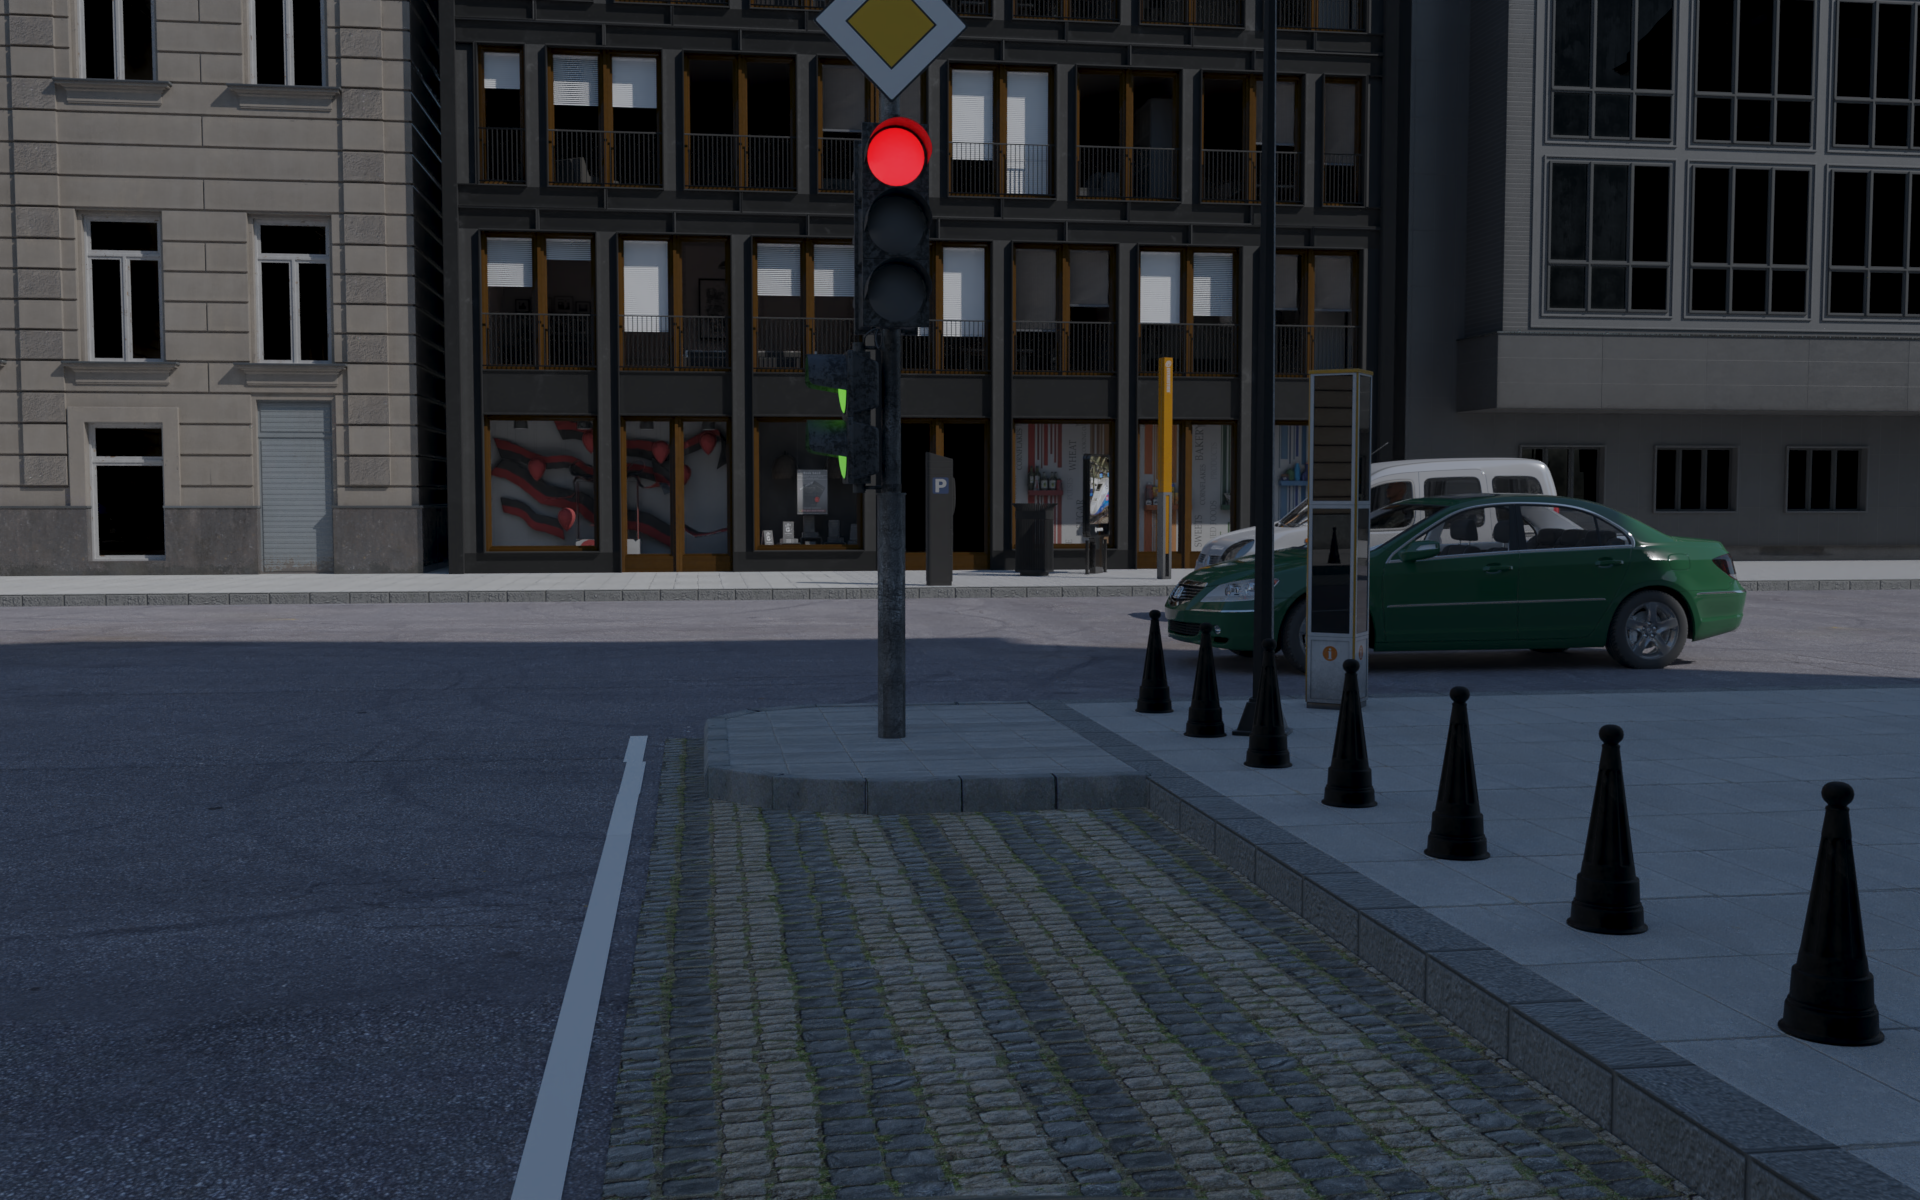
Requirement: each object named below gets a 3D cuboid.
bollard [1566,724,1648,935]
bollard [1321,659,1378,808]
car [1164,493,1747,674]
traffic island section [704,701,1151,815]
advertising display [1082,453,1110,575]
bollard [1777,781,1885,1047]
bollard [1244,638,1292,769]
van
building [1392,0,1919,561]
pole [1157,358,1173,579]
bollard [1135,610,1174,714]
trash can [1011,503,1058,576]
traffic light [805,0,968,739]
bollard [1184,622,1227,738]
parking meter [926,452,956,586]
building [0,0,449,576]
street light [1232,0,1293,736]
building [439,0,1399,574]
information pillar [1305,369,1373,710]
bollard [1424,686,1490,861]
[{"bbox_3d":[1.922,0.668,5.127,0.229,0.601,0.229,0,3,0],"label":"bollard"},{"bbox_3d":[1.614,0.543,7.160,0.229,0.601,0.229,0,3,0],"label":"bollard"},{"bbox_3d":[4.160,-0.181,14.759,4.920,1.459,2.131,-1,4,-10],"label":"car"},{"bbox_3d":[-0.338,0.803,9.151,2.009,0.180,2.903,-1,4,-9],"label":"traffic island section"},{"bbox_3d":[2.201,-1.390,27.939,0.123,1.923,0.974,2,4,24],"label":"advertising display"},{"bbox_3d":[2.075,0.730,4.112,0.229,0.601,0.229,0,3,0],"label":"bollard"},{"bbox_3d":[1.458,0.481,8.180,0.229,0.601,0.229,0,3,0],"label":"bollard"},{"bbox_3d":[4.770,-0.792,19.962,4.112,2.044,2.013,0,4,-8],"label":"van"},{"bbox_3d":[19.109,-14.972,38.303,24.014,27.812,14.314,-1,4,-9],"label":"building"},{"bbox_3d":[3.078,-1.968,26.020,0.158,3.312,0.155,0,3,0],"label":"pole"},{"bbox_3d":[1.148,0.357,10.210,0.229,0.601,0.229,0,3,0],"label":"bollard"},{"bbox_3d":[1.170,-0.952,27.217,0.748,1.137,0.748,0,3,0],"label":"trash can"},{"bbox_3d":[-0.379,-1.230,9.031,0.839,4.253,0.868,-1,4,-9],"label":"traffic light"},{"bbox_3d":[1.304,0.419,9.195,0.229,0.601,0.229,0,3,0],"label":"bollard"},{"bbox_3d":[-0.273,-1.134,24.246,0.399,1.863,0.255,0,4,-7],"label":"parking meter"},{"bbox_3d":[-21.479,-14.286,30.841,25.104,27.353,12.463,-1,4,-9],"label":"building"},{"bbox_3d":[1.085,-2.231,9.023,1.470,5.913,1.316,-1,4,-9],"label":"street light"},{"bbox_3d":[-1.268,-12.509,34.201,15.834,23.373,12.332,-1,4,-9],"label":"building"},{"bbox_3d":[2.267,-0.359,10.367,0.304,2.012,0.304,2,4,29],"label":"information pillar"},{"bbox_3d":[1.768,0.605,6.145,0.229,0.601,0.229,0,3,0],"label":"bollard"}]
